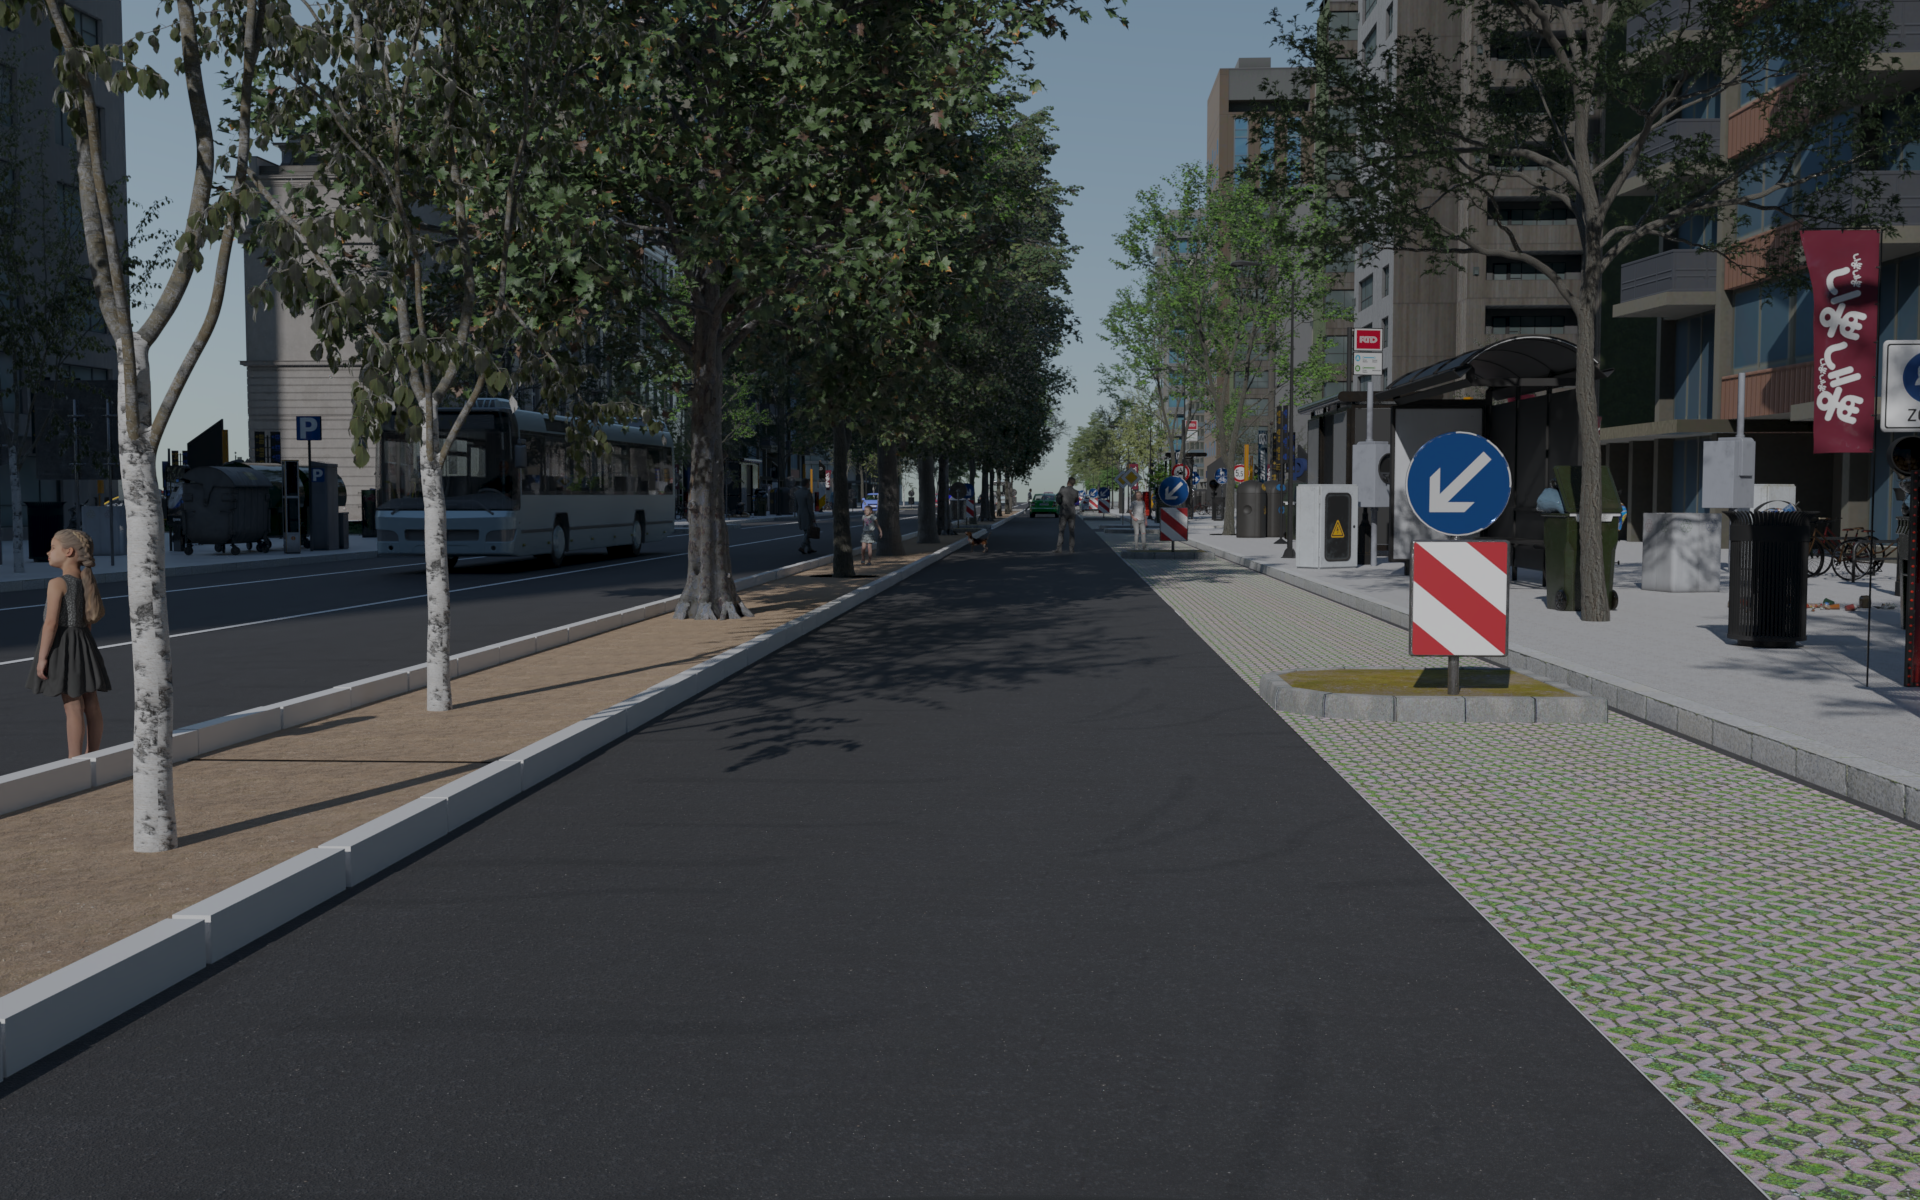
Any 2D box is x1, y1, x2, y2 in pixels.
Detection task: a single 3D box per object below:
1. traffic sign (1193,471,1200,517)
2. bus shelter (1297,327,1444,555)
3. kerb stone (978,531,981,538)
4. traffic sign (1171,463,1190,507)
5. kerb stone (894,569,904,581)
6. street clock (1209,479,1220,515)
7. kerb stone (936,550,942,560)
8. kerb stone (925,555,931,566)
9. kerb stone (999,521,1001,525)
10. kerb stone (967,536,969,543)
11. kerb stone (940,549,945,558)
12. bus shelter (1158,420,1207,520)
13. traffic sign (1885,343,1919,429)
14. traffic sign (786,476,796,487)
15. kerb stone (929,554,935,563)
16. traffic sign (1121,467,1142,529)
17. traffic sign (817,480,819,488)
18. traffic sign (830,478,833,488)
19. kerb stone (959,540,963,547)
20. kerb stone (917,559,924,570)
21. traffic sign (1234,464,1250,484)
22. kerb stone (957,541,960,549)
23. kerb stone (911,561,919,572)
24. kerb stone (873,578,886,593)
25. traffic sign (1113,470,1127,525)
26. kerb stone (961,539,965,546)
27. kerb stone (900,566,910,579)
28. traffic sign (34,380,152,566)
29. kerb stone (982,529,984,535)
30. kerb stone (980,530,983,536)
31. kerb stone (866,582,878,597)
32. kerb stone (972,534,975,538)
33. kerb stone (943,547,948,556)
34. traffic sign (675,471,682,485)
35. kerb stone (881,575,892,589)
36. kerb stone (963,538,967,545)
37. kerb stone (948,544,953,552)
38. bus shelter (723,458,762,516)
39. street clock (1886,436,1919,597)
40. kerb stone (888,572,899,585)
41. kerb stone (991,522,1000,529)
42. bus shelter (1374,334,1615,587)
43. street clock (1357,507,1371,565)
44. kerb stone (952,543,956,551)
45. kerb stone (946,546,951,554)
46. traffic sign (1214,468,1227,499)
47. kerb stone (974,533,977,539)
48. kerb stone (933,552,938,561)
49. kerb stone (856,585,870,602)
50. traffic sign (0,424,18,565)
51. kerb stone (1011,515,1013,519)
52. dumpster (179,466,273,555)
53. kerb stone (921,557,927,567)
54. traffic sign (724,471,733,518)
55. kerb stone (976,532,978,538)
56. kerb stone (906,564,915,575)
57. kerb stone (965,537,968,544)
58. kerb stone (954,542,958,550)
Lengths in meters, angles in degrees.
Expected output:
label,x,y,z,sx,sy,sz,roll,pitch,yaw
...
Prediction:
label,x,y,z,sx,sy,sz,roll,pitch,yaw
traffic sign,13.093,-5.942,97.264,0.768,2.556,0.104,1,4,12
bus shelter,8.992,-3.780,39.436,2.179,5.291,8.768,0,4,3
kerb stone,0.540,-2.125,56.943,0.120,0.150,1.000,0,4,3
traffic sign,9.174,-4.401,72.057,0.768,2.556,0.104,1,4,10
kerb stone,-1.063,-0.373,28.295,0.120,0.150,1.000,0,4,3
street clock,12.489,-4.926,85.109,0.471,2.002,0.358,2,4,29
kerb stone,-0.539,-0.930,37.498,0.120,0.150,1.000,0,4,3
kerb stone,-0.724,-0.748,34.425,0.120,0.150,1.000,0,4,3
kerb stone,1.599,-3.287,75.939,0.120,0.150,1.000,0,4,3
kerb stone,0.141,-1.688,49.791,0.120,0.150,1.000,0,4,3
kerb stone,-0.479,-0.996,38.519,0.120,0.150,1.000,0,4,3
bus shelter,11.633,-6.951,91.288,2.179,5.291,8.768,0,4,3
traffic sign,6.450,-0.578,11.587,0.606,2.300,0.079,0,4,6
traffic sign,-12.175,-7.599,124.344,0.768,2.556,0.104,0,4,4
kerb stone,-0.664,-0.811,35.456,0.120,0.150,1.000,0,4,3
traffic sign,6.302,-3.676,63.744,0.795,2.450,0.064,0,4,3
traffic sign,-10.023,-7.533,125.294,0.606,2.300,0.079,0,4,8
traffic sign,-10.043,-8.375,137.044,0.768,2.556,0.104,1,4,13
kerb stone,-0.085,-1.436,45.677,0.120,0.150,1.000,0,4,3
kerb stone,-0.827,-0.623,32.383,0.120,0.150,1.000,0,4,3
traffic sign,12.037,-4.543,74.381,0.768,2.556,0.104,1,4,11
kerb stone,-0.148,-1.371,44.657,0.120,0.150,1.000,0,4,3
kerb stone,-0.890,-0.561,31.363,0.120,0.150,1.000,0,4,3
kerb stone,-1.227,-0.185,25.217,0.120,0.150,1.000,0,4,3
traffic sign,6.746,-4.164,71.717,0.795,2.450,0.064,0,4,3
kerb stone,-0.033,-1.499,46.704,0.120,0.150,1.000,0,4,3
kerb stone,-0.995,-0.429,29.315,0.120,0.150,1.000,0,4,3
traffic sign,-15.487,-2.268,30.955,2.265,3.308,0.079,1,4,8
kerb stone,0.657,-2.251,58.993,0.120,0.150,1.000,0,4,3
kerb stone,0.599,-2.185,57.964,0.120,0.150,1.000,0,4,3
kerb stone,-1.289,-0.122,24.196,0.120,0.150,1.000,0,4,3
kerb stone,0.304,-1.875,52.855,0.120,0.150,1.000,0,4,3
kerb stone,-0.432,-1.059,39.549,0.120,0.150,1.000,0,4,3
traffic sign,-10.765,-3.735,64.713,0.795,2.450,0.064,0,4,3
kerb stone,-1.172,-0.246,26.243,0.120,0.150,1.000,0,4,3
kerb stone,0.026,-1.558,47.732,0.120,0.150,1.000,0,4,3
kerb stone,-0.317,-1.186,41.590,0.120,0.150,1.000,0,4,3
bus shelter,-13.370,-7.548,101.038,2.179,5.291,8.768,0,4,3
street clock,11.849,-1.045,21.661,0.471,2.002,0.358,1,4,13
kerb stone,-1.111,-0.310,27.272,0.120,0.150,1.000,0,4,3
kerb stone,1.548,-3.220,74.910,0.120,0.150,1.000,0,4,3
bus shelter,7.428,-1.887,24.774,2.014,3.302,5.546,0,4,3
street clock,7.345,-1.640,31.383,0.358,2.002,0.471,-2,4,-26
kerb stone,-0.262,-1.249,42.611,0.120,0.150,1.000,0,4,3
kerb stone,-0.372,-1.121,40.569,0.120,0.150,1.000,0,4,3
traffic sign,12.795,-5.164,84.534,0.768,2.556,0.104,1,4,12
kerb stone,0.372,-1.938,53.875,0.120,0.150,1.000,0,4,3
kerb stone,-0.607,-0.873,36.476,0.120,0.150,1.000,0,4,3
kerb stone,-1.346,-0.060,23.176,0.120,0.150,1.000,0,4,3
traffic sign,-17.413,-1.910,31.337,0.768,2.556,0.104,0,4,3
kerb stone,2.687,-4.467,95.392,0.120,0.150,1.000,0,4,3
dumpster,-15.605,-1.901,36.843,1.264,1.857,1.865,0,4,3
kerb stone,-0.780,-0.686,33.405,0.120,0.150,1.000,0,4,3
traffic sign,-12.504,-5.662,92.682,0.768,2.556,0.104,1,4,13
kerb stone,0.418,-1.999,54.896,0.120,0.150,1.000,0,4,3
kerb stone,-0.942,-0.498,30.336,0.120,0.150,1.000,0,4,3
kerb stone,0.079,-1.625,48.763,0.120,0.150,1.000,0,4,3
kerb stone,-0.208,-1.311,43.636,0.120,0.150,1.000,0,4,3
